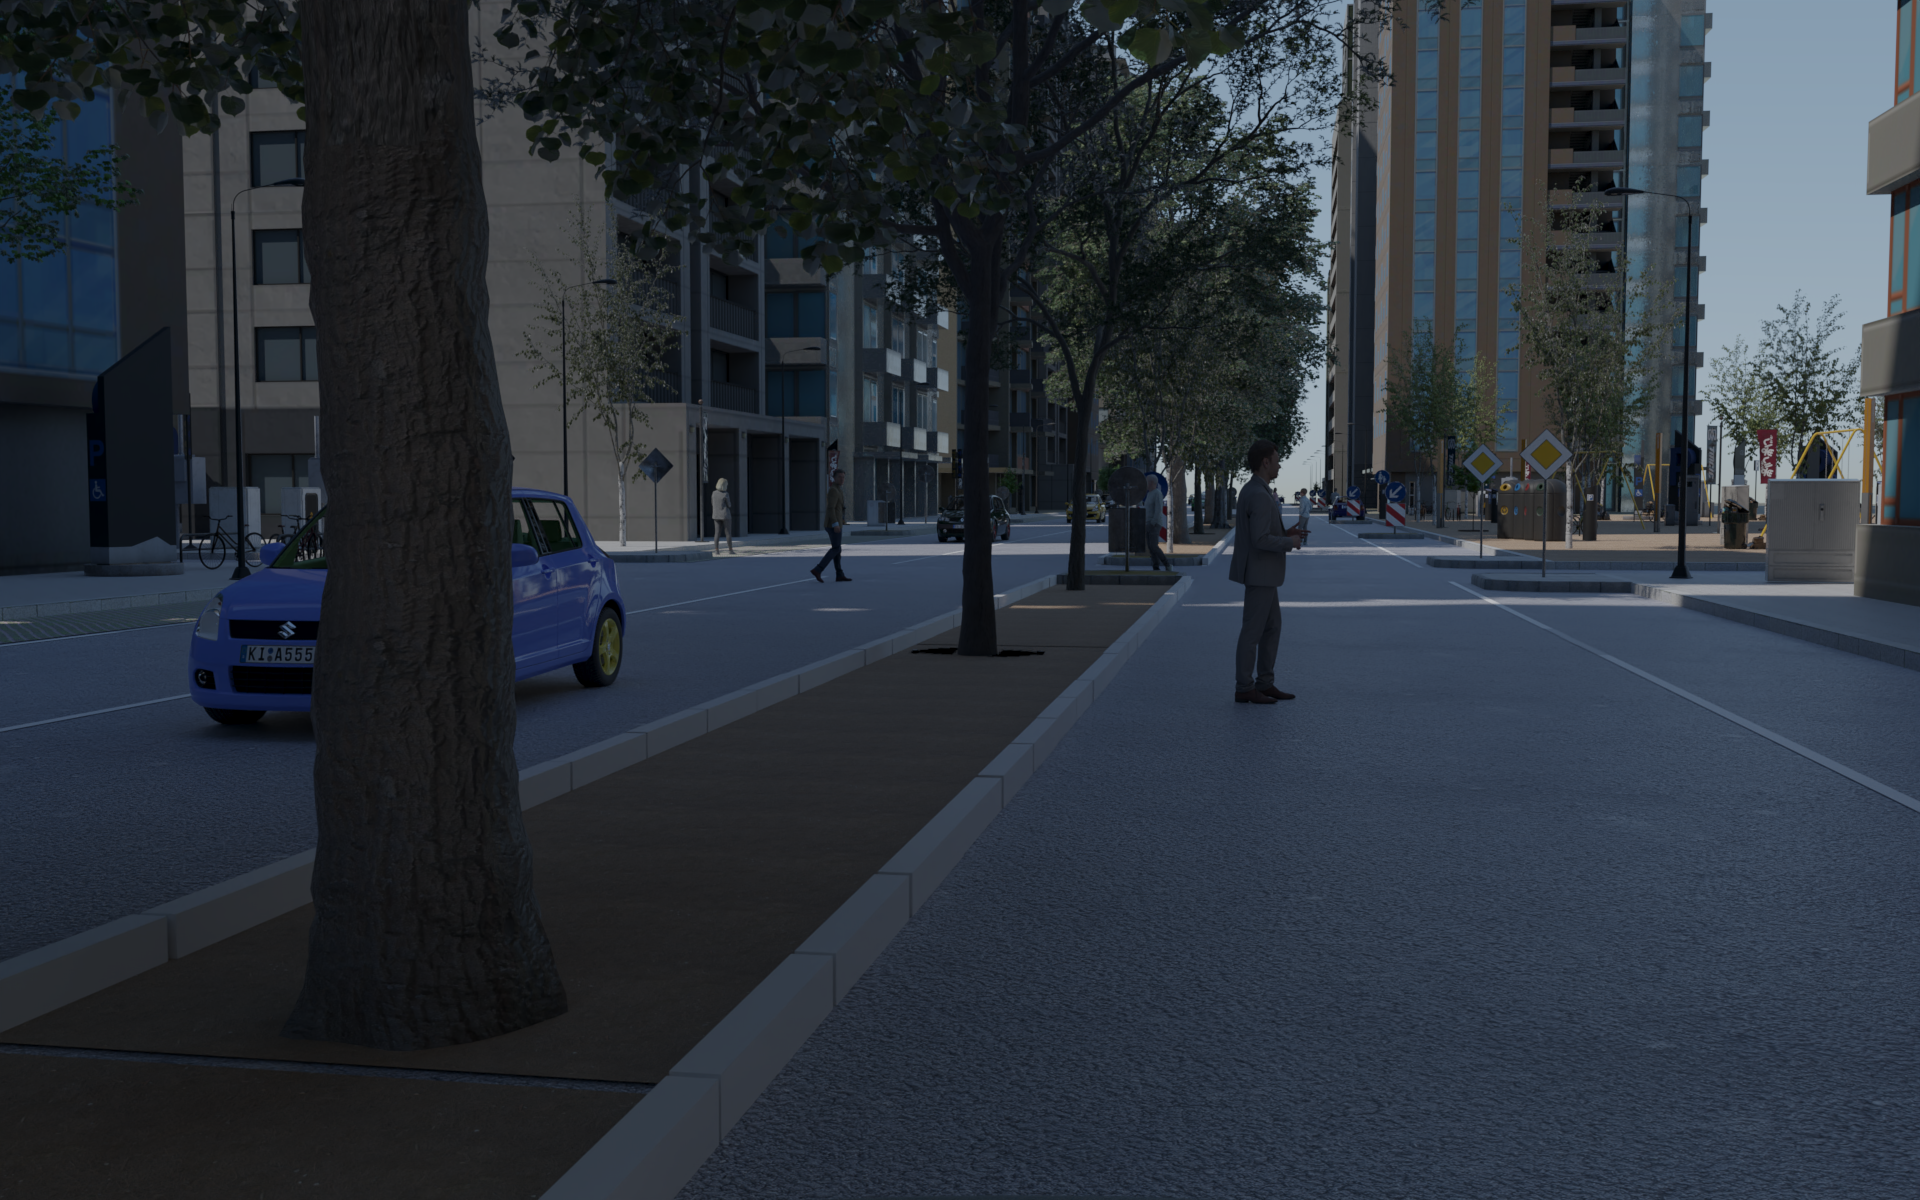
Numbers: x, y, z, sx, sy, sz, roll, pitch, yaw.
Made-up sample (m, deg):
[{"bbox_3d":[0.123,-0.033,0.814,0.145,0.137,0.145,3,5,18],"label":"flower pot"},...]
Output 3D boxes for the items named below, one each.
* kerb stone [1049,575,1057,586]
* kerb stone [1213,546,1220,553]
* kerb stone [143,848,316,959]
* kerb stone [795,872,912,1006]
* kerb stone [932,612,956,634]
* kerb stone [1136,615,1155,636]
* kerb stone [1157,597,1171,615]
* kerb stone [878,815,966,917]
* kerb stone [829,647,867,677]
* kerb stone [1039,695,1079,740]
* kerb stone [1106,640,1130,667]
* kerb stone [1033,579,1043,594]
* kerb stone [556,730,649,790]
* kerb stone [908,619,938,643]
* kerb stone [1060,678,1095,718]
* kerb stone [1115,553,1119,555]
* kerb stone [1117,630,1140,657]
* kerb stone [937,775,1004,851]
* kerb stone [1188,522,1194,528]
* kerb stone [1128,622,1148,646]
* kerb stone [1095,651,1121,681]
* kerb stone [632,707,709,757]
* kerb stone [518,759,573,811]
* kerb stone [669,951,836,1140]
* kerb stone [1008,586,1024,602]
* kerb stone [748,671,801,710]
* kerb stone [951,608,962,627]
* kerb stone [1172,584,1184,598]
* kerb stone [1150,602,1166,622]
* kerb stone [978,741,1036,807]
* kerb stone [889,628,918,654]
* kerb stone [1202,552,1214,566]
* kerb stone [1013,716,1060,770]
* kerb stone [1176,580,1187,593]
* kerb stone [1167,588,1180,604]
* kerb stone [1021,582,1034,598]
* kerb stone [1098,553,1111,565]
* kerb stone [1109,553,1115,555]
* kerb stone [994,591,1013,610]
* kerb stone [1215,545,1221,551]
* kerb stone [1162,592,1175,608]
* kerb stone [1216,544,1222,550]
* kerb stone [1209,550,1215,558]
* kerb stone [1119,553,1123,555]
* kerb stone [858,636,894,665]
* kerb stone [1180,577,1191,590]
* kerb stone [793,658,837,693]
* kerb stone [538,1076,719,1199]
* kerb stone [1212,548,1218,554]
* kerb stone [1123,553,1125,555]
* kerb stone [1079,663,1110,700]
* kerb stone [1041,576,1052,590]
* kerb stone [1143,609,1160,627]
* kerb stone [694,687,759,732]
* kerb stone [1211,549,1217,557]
[{"bbox_3d":[1.406,-0.293,26.987,0.120,0.150,1.000,1,4,10],"label":"kerb stone"},{"bbox_3d":[5.903,-1.103,40.257,0.120,0.150,1.000,1,4,10],"label":"kerb stone"},{"bbox_3d":[-2.366,1.004,5.798,0.120,0.150,1.000,1,4,10],"label":"kerb stone"},{"bbox_3d":[-0.318,1.031,5.345,0.120,0.150,1.000,1,4,10],"label":"kerb stone"},{"bbox_3d":[-0.219,0.263,17.900,0.120,0.150,1.000,1,4,10],"label":"kerb stone"},{"bbox_3d":[1.848,0.287,17.510,0.120,0.150,1.000,1,4,10],"label":"kerb stone"},{"bbox_3d":[2.388,0.102,20.532,0.120,0.150,1.000,1,4,10],"label":"kerb stone"},{"bbox_3d":[-0.133,0.968,6.370,0.120,0.150,1.000,1,4,10],"label":"kerb stone"},{"bbox_3d":[-0.939,0.517,13.867,0.120,0.150,1.000,1,4,10],"label":"kerb stone"},{"bbox_3d":[0.586,0.720,10.431,0.120,0.150,1.000,1,4,10],"label":"kerb stone"},{"bbox_3d":[1.302,0.473,14.474,0.120,0.150,1.000,1,4,10],"label":"kerb stone"},{"bbox_3d":[1.042,-0.167,24.976,0.120,0.150,1.000,1,4,10],"label":"kerb stone"},{"bbox_3d":[-1.833,0.821,8.823,0.120,0.150,1.000,1,4,10],"label":"kerb stone"},{"bbox_3d":[-0.391,0.324,16.892,0.120,0.150,1.000,1,4,10],"label":"kerb stone"},{"bbox_3d":[0.766,0.658,11.438,0.120,0.150,1.000,1,4,10],"label":"kerb stone"},{"bbox_3d":[3.284,-0.942,37.604,0.120,0.150,1.000,1,4,10],"label":"kerb stone"},{"bbox_3d":[1.486,0.410,15.492,0.120,0.150,1.000,1,4,10],"label":"kerb stone"},{"bbox_3d":[0.042,0.912,7.377,0.120,0.150,1.000,1,4,10],"label":"kerb stone"},{"bbox_3d":[10.308,-3.347,76.966,0.120,0.150,1.000,1,4,10],"label":"kerb stone"},{"bbox_3d":[1.669,0.348,16.504,0.120,0.150,1.000,1,4,10],"label":"kerb stone"},{"bbox_3d":[1.130,0.538,13.462,0.120,0.150,1.000,1,4,10],"label":"kerb stone"},{"bbox_3d":[-1.655,0.756,9.832,0.120,0.150,1.000,1,4,10],"label":"kerb stone"},{"bbox_3d":[-2.013,0.879,7.816,0.120,0.150,1.000,1,4,10],"label":"kerb stone"},{"bbox_3d":[-0.500,1.093,4.334,0.120,0.150,1.000,1,4,10],"label":"kerb stone"},{"bbox_3d":[0.684,-0.047,22.962,0.120,0.150,1.000,1,4,10],"label":"kerb stone"},{"bbox_3d":[-1.300,0.633,11.848,0.120,0.150,1.000,1,4,10],"label":"kerb stone"},{"bbox_3d":[-0.034,0.201,18.909,0.120,0.150,1.000,1,4,10],"label":"kerb stone"},{"bbox_3d":[2.926,-0.084,23.562,0.120,0.150,1.000,1,4,10],"label":"kerb stone"},{"bbox_3d":[2.207,0.163,19.526,0.120,0.150,1.000,1,4,10],"label":"kerb stone"},{"bbox_3d":[0.228,0.844,8.398,0.120,0.150,1.000,1,4,10],"label":"kerb stone"},{"bbox_3d":[-0.568,0.392,15.885,0.120,0.150,1.000,1,4,10],"label":"kerb stone"},{"bbox_3d":[5.180,-0.857,36.204,0.120,0.150,1.000,1,4,10],"label":"kerb stone"},{"bbox_3d":[0.410,0.782,9.413,0.120,0.150,1.000,1,4,10],"label":"kerb stone"},{"bbox_3d":[3.105,-0.143,24.584,0.120,0.150,1.000,1,4,10],"label":"kerb stone"},{"bbox_3d":[2.739,-0.022,22.550,0.120,0.150,1.000,1,4,10],"label":"kerb stone"},{"bbox_3d":[0.864,-0.108,23.969,0.120,0.150,1.000,1,4,10],"label":"kerb stone"},{"bbox_3d":[2.939,-0.819,35.589,0.120,0.150,1.000,1,4,10],"label":"kerb stone"},{"bbox_3d":[3.116,-0.878,36.596,0.120,0.150,1.000,1,4,10],"label":"kerb stone"},{"bbox_3d":[0.508,0.015,21.952,0.120,0.150,1.000,1,4,10],"label":"kerb stone"},{"bbox_3d":[6.077,-1.163,41.264,0.120,0.150,1.000,1,4,10],"label":"kerb stone"},{"bbox_3d":[2.560,0.042,21.541,0.120,0.150,1.000,1,4,10],"label":"kerb stone"},{"bbox_3d":[6.258,-1.228,42.270,0.120,0.150,1.000,1,4,10],"label":"kerb stone"},{"bbox_3d":[5.359,-0.919,37.214,0.120,0.150,1.000,1,4,10],"label":"kerb stone"},{"bbox_3d":[3.478,-1.004,38.607,0.120,0.150,1.000,1,4,10],"label":"kerb stone"},{"bbox_3d":[-0.750,0.452,14.875,0.120,0.150,1.000,1,4,10],"label":"kerb stone"},{"bbox_3d":[3.291,-0.208,25.592,0.120,0.150,1.000,1,4,10],"label":"kerb stone"},{"bbox_3d":[-1.113,0.574,12.856,0.120,0.150,1.000,1,4,10],"label":"kerb stone"},{"bbox_3d":[-0.677,1.156,3.327,0.120,0.150,1.000,1,4,10],"label":"kerb stone"},{"bbox_3d":[5.725,-1.042,39.248,0.120,0.150,1.000,1,4,10],"label":"kerb stone"},{"bbox_3d":[3.651,-1.062,39.615,0.120,0.150,1.000,1,4,10],"label":"kerb stone"},{"bbox_3d":[0.953,0.596,12.454,0.120,0.150,1.000,1,4,10],"label":"kerb stone"},{"bbox_3d":[1.215,-0.228,25.983,0.120,0.150,1.000,1,4,10],"label":"kerb stone"},{"bbox_3d":[2.025,0.227,18.520,0.120,0.150,1.000,1,4,10],"label":"kerb stone"},{"bbox_3d":[-1.475,0.695,10.839,0.120,0.150,1.000,1,4,10],"label":"kerb stone"},{"bbox_3d":[5.539,-0.981,38.229,0.120,0.150,1.000,1,4,10],"label":"kerb stone"}]
